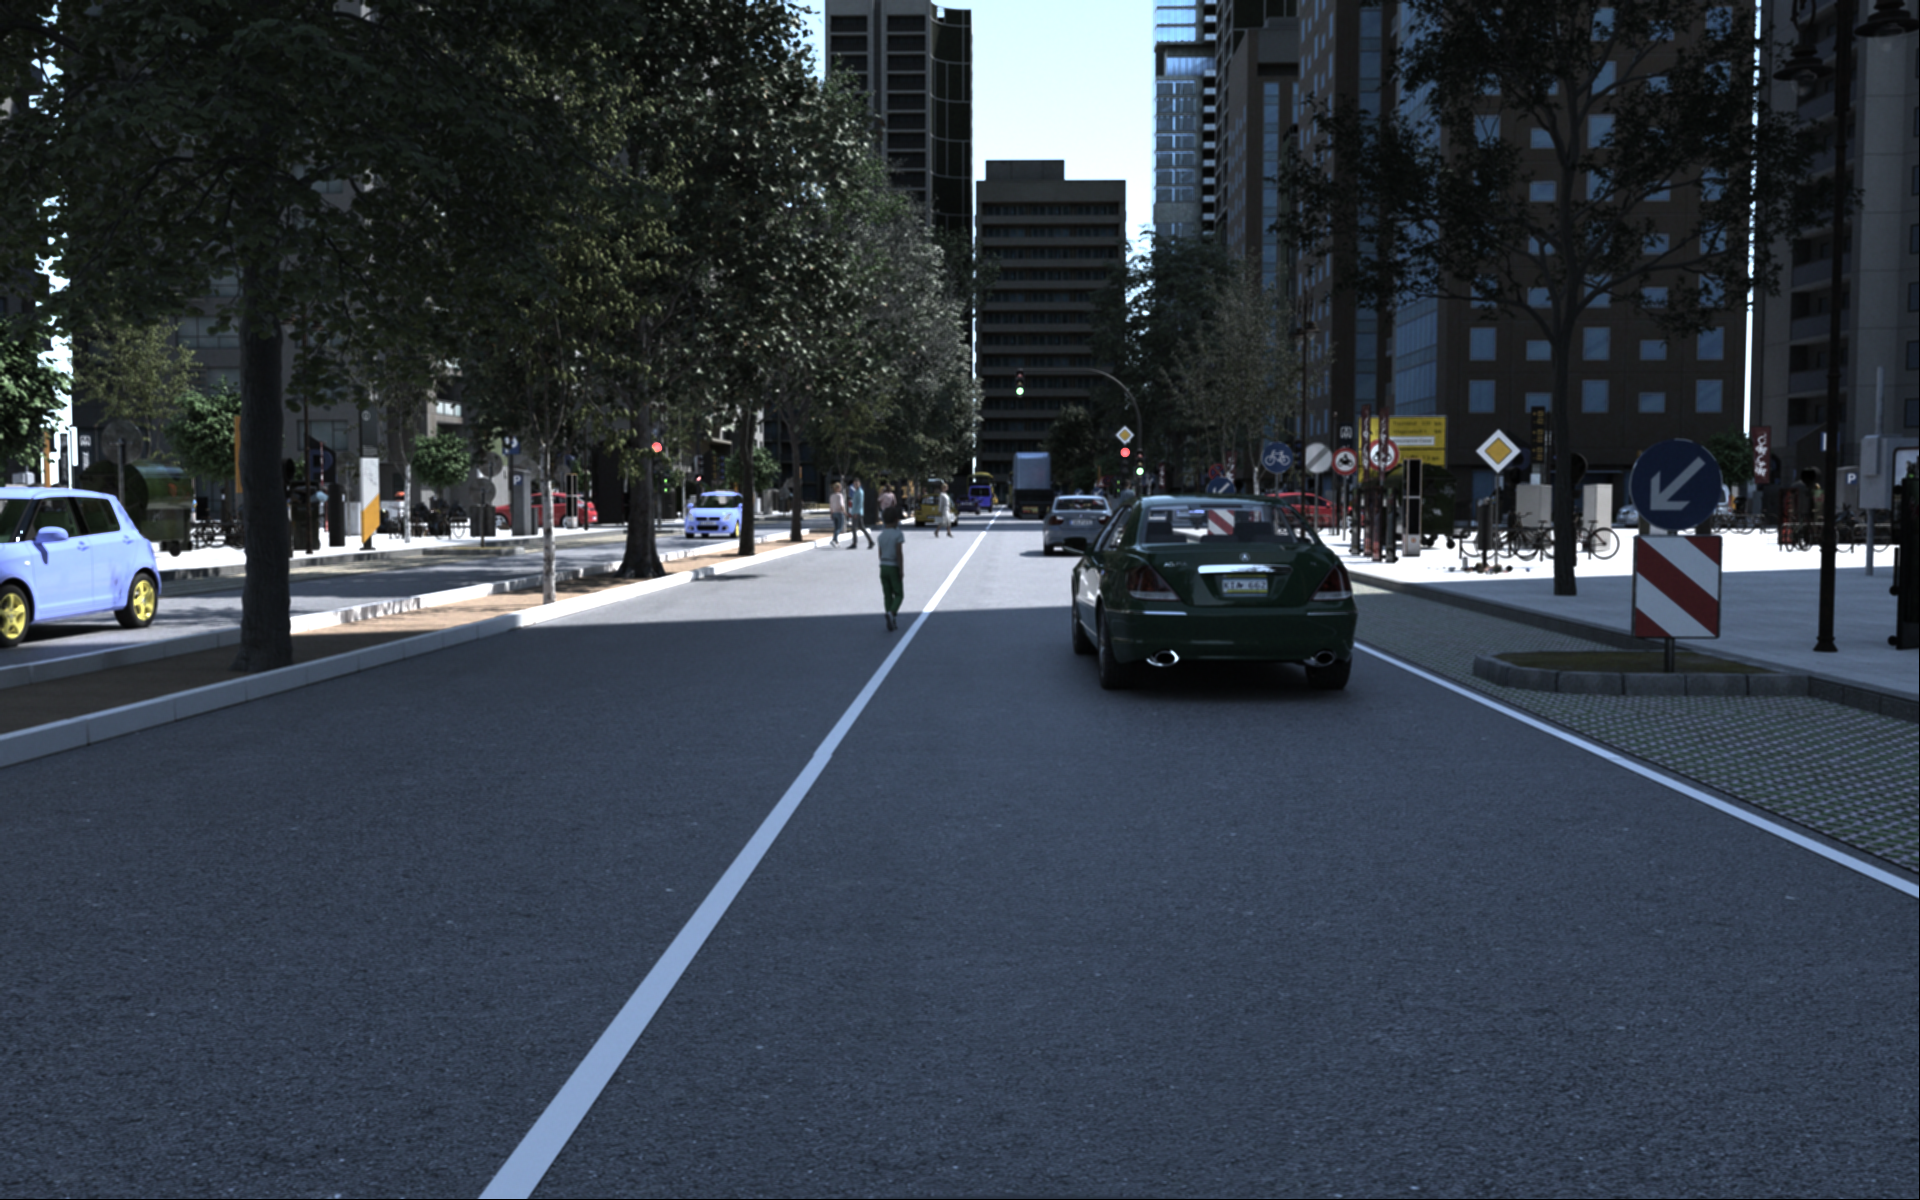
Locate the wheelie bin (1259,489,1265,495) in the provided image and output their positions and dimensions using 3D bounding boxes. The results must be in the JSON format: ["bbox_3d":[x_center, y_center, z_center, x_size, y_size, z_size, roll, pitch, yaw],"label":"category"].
[{"bbox_3d":[20.393,-6.555,115.081,0.693,1.594,0.980,-3,4,-37],"label":"wheelie bin"}]

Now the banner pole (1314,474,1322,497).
[{"bbox_3d":[20.426,-6.634,98.476,0.863,3.779,0.401,-2,4,-31],"label":"banner pole"}]

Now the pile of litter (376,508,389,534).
[{"bbox_3d":[-18.650,-2.582,56.186,1.719,0.858,1.176,2,4,25],"label":"pile of litter"}]

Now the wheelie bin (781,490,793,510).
[{"bbox_3d":[-13.653,-7.875,136.666,0.980,1.594,0.693,-1,4,-19],"label":"wheelie bin"}]

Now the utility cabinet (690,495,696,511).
[{"bbox_3d":[-12.560,-4.424,83.490,0.306,1.237,1.020,2,4,35],"label":"utility cabinet"}]

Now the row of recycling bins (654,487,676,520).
[{"bbox_3d":[-14.978,-4.949,88.028,1.069,1.692,3.534,-1,4,-15],"label":"row of recycling bins"}]

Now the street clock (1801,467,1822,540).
[{"bbox_3d":[22.699,-2.549,46.242,0.358,2.002,0.471,-2,4,-25],"label":"street clock"}]

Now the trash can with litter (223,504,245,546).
[{"bbox_3d":[-17.953,-1.963,43.490,0.624,1.170,1.055,1,4,18],"label":"trash can with litter"}]

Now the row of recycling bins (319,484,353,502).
[{"bbox_3d":[-27.414,-4.031,73.014,3.534,1.692,1.069,-2,4,-31],"label":"row of recycling bins"}]

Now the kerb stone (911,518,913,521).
[{"bbox_3d":[-2.649,-4.073,88.786,0.120,0.150,1.000,0,4,2],"label":"kerb stone"}]

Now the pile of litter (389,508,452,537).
[{"bbox_3d":[-16.245,-2.375,52.790,1.176,0.858,1.719,3,5,45],"label":"pile of litter"}]

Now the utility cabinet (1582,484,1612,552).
[{"bbox_3d":[14.179,-1.828,38.570,0.318,1.500,1.173,3,4,36],"label":"utility cabinet"}]

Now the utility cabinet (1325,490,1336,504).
[{"bbox_3d":[22.676,-5.874,104.718,1.173,1.500,0.318,2,4,31],"label":"utility cabinet"}]

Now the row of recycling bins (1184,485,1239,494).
[{"bbox_3d":[12.588,-4.860,86.568,3.534,1.692,1.069,-3,4,-37],"label":"row of recycling bins"}]

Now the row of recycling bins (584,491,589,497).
[{"bbox_3d":[-32.433,-8.542,146.772,3.534,1.692,1.069,1,4,19],"label":"row of recycling bins"}]

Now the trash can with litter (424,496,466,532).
[{"bbox_3d":[-18.215,-2.980,59.786,1.678,1.210,2.233,-3,5,-42],"label":"trash can with litter"}]

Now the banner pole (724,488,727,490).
[{"bbox_3d":[-19.420,-9.337,142.680,0.863,3.779,0.401,3,5,43],"label":"banner pole"}]

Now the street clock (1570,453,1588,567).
[{"bbox_3d":[10.822,-1.594,30.633,0.471,2.002,0.358,2,4,28],"label":"street clock"}]

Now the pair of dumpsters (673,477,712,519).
[{"bbox_3d":[-14.332,-5.504,92.489,1.574,2.255,4.437,0,4,2],"label":"pair of dumpsters"}]

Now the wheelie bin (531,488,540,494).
[{"bbox_3d":[-20.884,-4.695,84.676,0.693,1.594,0.980,-2,4,-27],"label":"wheelie bin"}]

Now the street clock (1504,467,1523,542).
[{"bbox_3d":[14.889,-2.574,46.659,0.471,2.002,0.358,-2,4,-28],"label":"street clock"}]

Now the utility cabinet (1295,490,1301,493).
[{"bbox_3d":[18.267,-5.158,93.016,0.318,1.500,1.173,2,4,24],"label":"utility cabinet"}]

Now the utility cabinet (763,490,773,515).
[{"bbox_3d":[-11.670,-5.900,105.143,0.318,1.500,1.173,1,4,9],"label":"utility cabinet"}]

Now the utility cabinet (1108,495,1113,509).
[{"bbox_3d":[11.326,-7.496,133.721,1.020,1.237,0.306,1,4,14],"label":"utility cabinet"}]

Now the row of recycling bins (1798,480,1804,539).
[{"bbox_3d":[25.645,-2.604,49.691,3.534,1.692,1.069,1,4,11],"label":"row of recycling bins"}]

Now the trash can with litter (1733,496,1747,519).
[{"bbox_3d":[40.155,-4.755,89.138,0.624,1.170,1.055,2,4,29],"label":"trash can with litter"}]

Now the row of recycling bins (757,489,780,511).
[{"bbox_3d":[-14.391,-7.556,130.661,1.069,1.692,3.534,1,4,12],"label":"row of recycling bins"}]

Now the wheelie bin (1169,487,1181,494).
[{"bbox_3d":[9.936,-4.414,80.084,0.980,1.594,0.693,0,4,-6],"label":"wheelie bin"}]

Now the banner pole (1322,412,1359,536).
[{"bbox_3d":[11.710,-3.866,53.232,0.863,3.779,0.401,-1,4,-13],"label":"banner pole"}]

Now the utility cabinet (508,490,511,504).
[{"bbox_3d":[-25.956,-5.692,101.745,0.318,1.500,1.173,3,5,40],"label":"utility cabinet"}]

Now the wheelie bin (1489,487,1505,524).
[{"bbox_3d":[22.868,-4.012,73.497,0.693,1.594,0.980,2,4,32],"label":"wheelie bin"}]

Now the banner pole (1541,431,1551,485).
[{"bbox_3d":[20.354,-4.294,60.223,0.401,3.779,0.863,3,5,44],"label":"banner pole"}]

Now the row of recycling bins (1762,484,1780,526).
[{"bbox_3d":[34.258,-3.910,71.037,3.534,1.692,1.069,-2,4,-31],"label":"row of recycling bins"}]

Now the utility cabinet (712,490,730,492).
[{"bbox_3d":[-13.256,-5.302,95.371,0.318,1.500,1.173,2,4,26],"label":"utility cabinet"}]

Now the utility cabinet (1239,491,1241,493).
[{"bbox_3d":[16.085,-5.629,100.715,0.318,1.500,1.173,1,4,20],"label":"utility cabinet"}]

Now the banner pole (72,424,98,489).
[{"bbox_3d":[-31.181,-4.410,62.126,0.401,3.779,0.863,2,4,35],"label":"banner pole"}]

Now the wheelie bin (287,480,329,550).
[{"bbox_3d":[-14.960,-1.941,39.637,0.980,1.594,0.693,-1,4,-23],"label":"wheelie bin"}]

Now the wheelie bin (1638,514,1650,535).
[{"bbox_3d":[20.775,-2.711,52.239,0.693,1.594,0.980,2,4,30],"label":"wheelie bin"}]

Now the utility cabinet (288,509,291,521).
[{"bbox_3d":[-24.037,-3.104,61.915,0.306,1.237,1.020,-1,4,-18],"label":"utility cabinet"}]

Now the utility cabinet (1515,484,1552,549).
[{"bbox_3d":[13.413,-1.945,40.479,0.318,1.500,1.173,-1,4,-9],"label":"utility cabinet"}]

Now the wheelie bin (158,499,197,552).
[{"bbox_3d":[-17.688,-1.894,38.872,0.980,1.594,0.693,-3,4,-38],"label":"wheelie bin"}]

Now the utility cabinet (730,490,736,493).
[{"bbox_3d":[-13.007,-5.393,96.855,0.318,1.500,1.173,-3,5,-41],"label":"utility cabinet"}]

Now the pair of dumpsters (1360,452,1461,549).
[{"bbox_3d":[10.976,-2.438,42.356,1.574,2.255,4.437,0,4,2],"label":"pair of dumpsters"}]

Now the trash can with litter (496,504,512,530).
[{"bbox_3d":[-15.951,-3.080,61.751,1.055,1.170,0.624,-3,5,-42],"label":"trash can with litter"}]

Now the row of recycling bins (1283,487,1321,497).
[{"bbox_3d":[20.273,-6.023,105.581,3.534,1.692,1.069,2,4,27],"label":"row of recycling bins"}]

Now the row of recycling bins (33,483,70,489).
[{"bbox_3d":[-34.286,-3.478,63.982,3.534,1.692,1.069,1,4,22],"label":"row of recycling bins"}]

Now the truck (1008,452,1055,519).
[{"bbox_3d":[4.628,-7.084,105.587,2.967,4.110,18.799,0,4,0],"label":"truck"}]

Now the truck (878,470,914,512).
[{"bbox_3d":[-5.132,-8.812,140.003,3.469,3.379,9.791,0,4,1],"label":"truck"}]

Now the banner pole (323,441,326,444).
[{"bbox_3d":[-30.184,-5.644,82.300,0.401,3.779,0.863,-1,4,-12],"label":"banner pole"}]

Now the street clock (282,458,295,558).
[{"bbox_3d":[-13.502,-1.841,34.676,0.358,2.002,0.471,0,4,2],"label":"street clock"}]

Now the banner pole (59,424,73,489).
[{"bbox_3d":[-32.091,-4.421,62.302,0.863,3.779,0.401,2,4,27],"label":"banner pole"}]

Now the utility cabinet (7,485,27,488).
[{"bbox_3d":[-22.666,-1.969,40.870,0.318,1.500,1.173,3,5,41],"label":"utility cabinet"}]

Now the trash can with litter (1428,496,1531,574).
[{"bbox_3d":[8.568,-1.076,28.654,1.678,1.210,2.233,1,4,18],"label":"trash can with litter"}]
